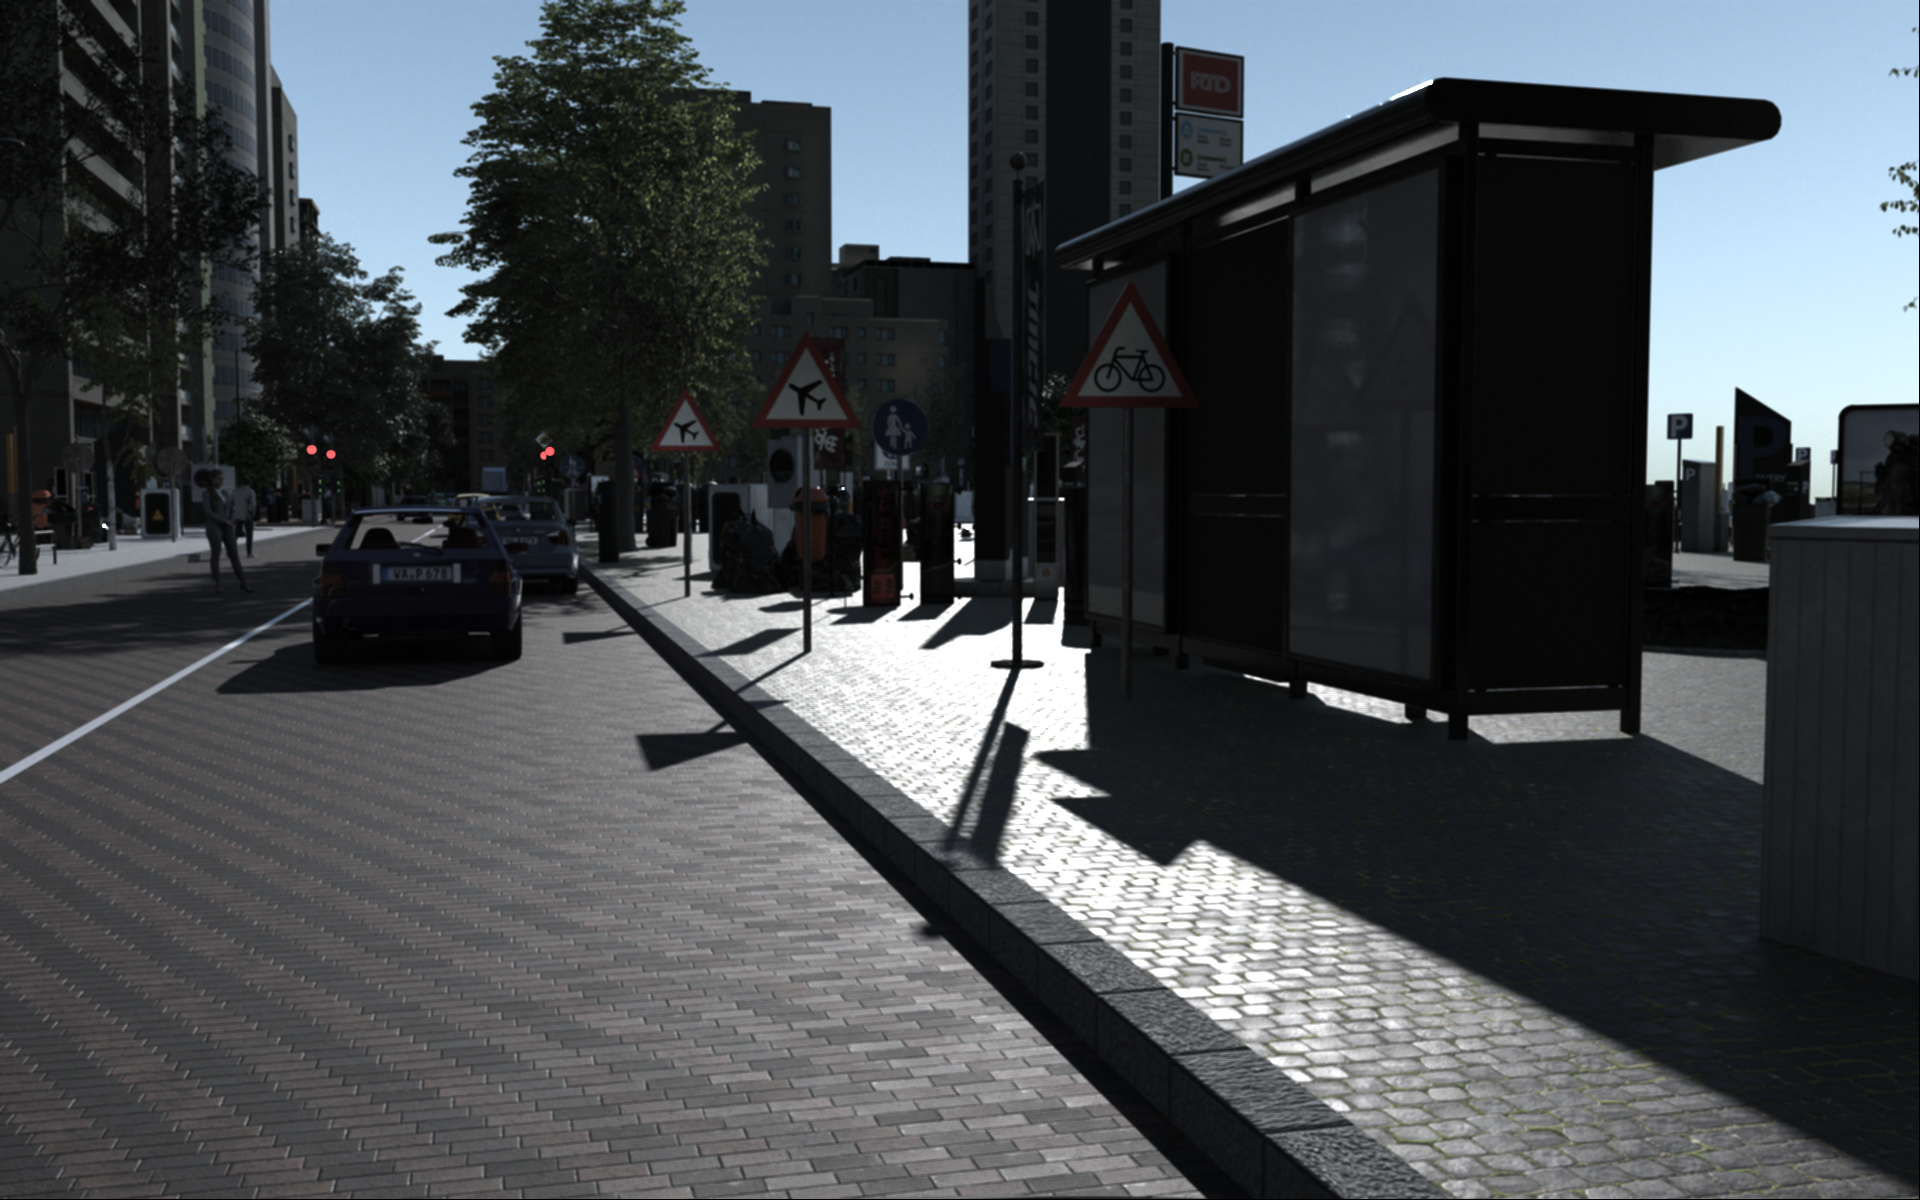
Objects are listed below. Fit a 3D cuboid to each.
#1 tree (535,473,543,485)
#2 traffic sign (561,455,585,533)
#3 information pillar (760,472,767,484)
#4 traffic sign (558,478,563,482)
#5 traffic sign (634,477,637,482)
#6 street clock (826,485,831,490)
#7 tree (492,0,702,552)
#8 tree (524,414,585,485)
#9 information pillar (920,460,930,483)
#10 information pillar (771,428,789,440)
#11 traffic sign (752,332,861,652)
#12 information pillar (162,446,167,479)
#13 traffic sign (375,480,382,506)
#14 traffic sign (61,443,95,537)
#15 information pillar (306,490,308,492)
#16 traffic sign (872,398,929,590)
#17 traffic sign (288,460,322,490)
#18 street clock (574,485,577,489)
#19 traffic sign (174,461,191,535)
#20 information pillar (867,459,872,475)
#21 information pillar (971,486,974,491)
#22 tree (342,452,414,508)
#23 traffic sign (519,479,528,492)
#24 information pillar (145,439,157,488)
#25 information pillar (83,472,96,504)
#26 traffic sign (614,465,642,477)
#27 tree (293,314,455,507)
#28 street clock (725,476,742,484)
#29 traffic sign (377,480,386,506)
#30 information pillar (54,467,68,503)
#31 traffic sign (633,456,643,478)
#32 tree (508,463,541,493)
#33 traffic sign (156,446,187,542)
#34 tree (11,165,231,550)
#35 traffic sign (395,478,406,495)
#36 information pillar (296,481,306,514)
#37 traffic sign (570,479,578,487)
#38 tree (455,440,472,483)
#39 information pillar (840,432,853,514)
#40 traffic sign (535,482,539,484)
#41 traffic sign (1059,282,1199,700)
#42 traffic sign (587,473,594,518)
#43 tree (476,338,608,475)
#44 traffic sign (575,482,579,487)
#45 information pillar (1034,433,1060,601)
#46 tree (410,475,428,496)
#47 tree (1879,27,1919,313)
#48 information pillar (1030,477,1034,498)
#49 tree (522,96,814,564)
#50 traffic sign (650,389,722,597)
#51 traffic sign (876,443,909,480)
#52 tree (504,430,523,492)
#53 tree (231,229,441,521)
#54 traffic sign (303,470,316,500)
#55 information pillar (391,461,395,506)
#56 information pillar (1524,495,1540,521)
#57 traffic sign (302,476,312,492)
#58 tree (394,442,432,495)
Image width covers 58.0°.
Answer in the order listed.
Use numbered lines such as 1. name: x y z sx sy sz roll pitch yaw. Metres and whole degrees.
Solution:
1. tree: -30.815 -8.283 130.023 1.663 3.219 1.824 0 3 0
2. traffic sign: -12.639 -3.453 56.568 0.768 2.556 0.104 -1 4 -8
3. information pillar: -6.488 -3.266 57.892 0.304 2.012 0.304 -2 4 -31
4. traffic sign: -31.647 -8.342 136.496 0.768 2.556 0.104 0 4 -7
5. traffic sign: -12.020 -3.721 62.969 0.606 2.300 0.079 -1 4 -10
6. street clock: -10.892 -8.530 144.031 0.471 2.002 0.358 2 4 25
7. tree: -7.767 -7.333 38.015 7.486 12.596 7.792 0 3 0
8. tree: -28.400 -10.393 120.289 4.737 8.622 4.395 0 3 0
9. information pillar: -2.303 -7.818 119.186 0.504 3.616 0.183 2 4 31
10. information pillar: -4.665 -3.270 44.821 0.504 3.616 0.183 -1 4 -12
11. traffic sign: -1.243 -0.857 14.023 0.884 2.594 0.081 -1 4 -14
12. information pillar: -39.075 -5.737 85.159 0.183 3.616 0.504 -1 4 -12
13. traffic sign: -40.278 -7.307 119.568 0.768 2.556 0.104 -1 4 -11
14. traffic sign: -21.860 -2.620 42.946 0.768 2.556 0.104 -1 4 -10
15. information pillar: -44.059 -6.882 117.012 0.304 2.012 0.304 -2 4 -26
16. traffic sign: -0.803 -1.412 23.188 0.768 2.556 0.104 -1 4 -9
17. traffic sign: -39.111 -6.694 103.314 2.265 3.308 0.079 -1 4 -11
18. street clock: -31.511 -8.398 141.870 0.358 2.002 0.471 -2 4 -35
19. traffic sign: -24.316 -3.178 54.098 0.606 2.300 0.079 -1 4 -11
20. information pillar: -6.065 -7.660 116.590 0.183 3.616 0.504 -3 4 -37
21. information pillar: 1.139 -9.471 159.348 0.304 2.012 0.304 0 4 6
22. tree: -34.023 -6.986 97.941 4.285 4.588 4.351 0 3 0
23. traffic sign: -36.623 -8.881 145.304 0.768 2.556 0.104 -1 4 -10
24. information pillar: -34.581 -5.062 74.117 0.183 3.616 0.504 2 4 32
25. information pillar: -29.481 -3.315 58.699 0.304 2.012 0.304 -1 4 -11
26. traffic sign: -10.561 -3.369 55.080 0.884 2.594 0.081 -1 4 -14
27. tree: -37.973 -11.848 110.725 9.611 12.733 9.660 0 3 0
28. street clock: -8.850 -3.898 68.297 0.358 2.002 0.471 3 4 36
29. traffic sign: -43.216 -7.785 129.411 0.606 2.300 0.079 0 4 -8
30. information pillar: -24.690 -2.636 47.592 0.304 2.012 0.304 -2 4 -32
31. traffic sign: -10.796 -3.477 56.948 0.768 2.556 0.104 0 4 -6
32. tree: -39.062 -10.569 156.510 4.285 4.588 4.351 0 3 0
33. traffic sign: -20.997 -2.817 46.169 0.768 2.556 0.104 -1 4 -11
34. tree: -19.147 -5.446 39.410 4.737 8.622 4.395 0 3 0
35. traffic sign: -43.344 -8.201 134.189 0.768 2.556 0.104 -1 4 -12
36. information pillar: -36.549 -5.584 95.790 0.304 2.012 0.304 3 5 42
37. traffic sign: -33.578 -9.224 150.924 0.768 2.556 0.104 -1 4 -9
38. tree: -63.418 -17.761 207.399 9.611 12.733 9.660 0 3 0
39. information pillar: -4.253 -4.506 65.027 0.504 3.616 0.183 -1 4 -18
40. traffic sign: -32.354 -8.169 133.662 0.768 2.556 0.104 -1 4 -9
41. traffic sign: 1.039 -0.656 10.733 0.884 2.594 0.081 -1 4 -10
42. traffic sign: -17.808 -5.021 84.219 0.606 2.300 0.079 -1 4 -10
43. tree: -24.757 -10.899 103.948 9.928 11.665 9.643 0 3 0
44. traffic sign: -27.925 -7.807 127.642 0.884 2.594 0.081 -1 4 -10
45. information pillar: 1.043 -1.003 20.893 0.304 2.012 0.304 0 4 4
46. tree: -59.501 -11.935 189.742 1.663 3.219 1.824 0 3 0
47. tree: 13.963 -4.408 22.431 4.360 8.622 3.978 0 3 0
48. information pillar: 6.312 -9.819 151.894 0.504 3.616 0.183 -2 4 -34
49. tree: -5.219 -4.966 31.557 4.360 8.622 3.978 0 3 0
50. traffic sign: -3.412 -1.321 21.604 0.884 2.594 0.081 -1 4 -9
51. traffic sign: -1.186 -1.719 30.239 0.606 2.300 0.079 -1 4 -10
52. tree: -34.895 -11.736 142.251 4.360 8.622 3.978 0 3 0
53. tree: -29.952 -10.793 83.113 9.857 13.997 8.962 0 3 0
54. traffic sign: -33.585 -5.473 89.585 0.768 2.556 0.104 -1 4 -9
55. information pillar: -39.648 -7.935 121.086 0.183 3.616 0.504 -2 4 -34
56. information pillar: 13.579 -2.240 41.111 0.304 2.012 0.304 2 4 34
57. traffic sign: -37.405 -6.082 99.553 0.768 2.556 0.104 -1 4 -8
58. tree: -51.386 -12.829 160.114 4.737 8.622 4.395 0 3 0
